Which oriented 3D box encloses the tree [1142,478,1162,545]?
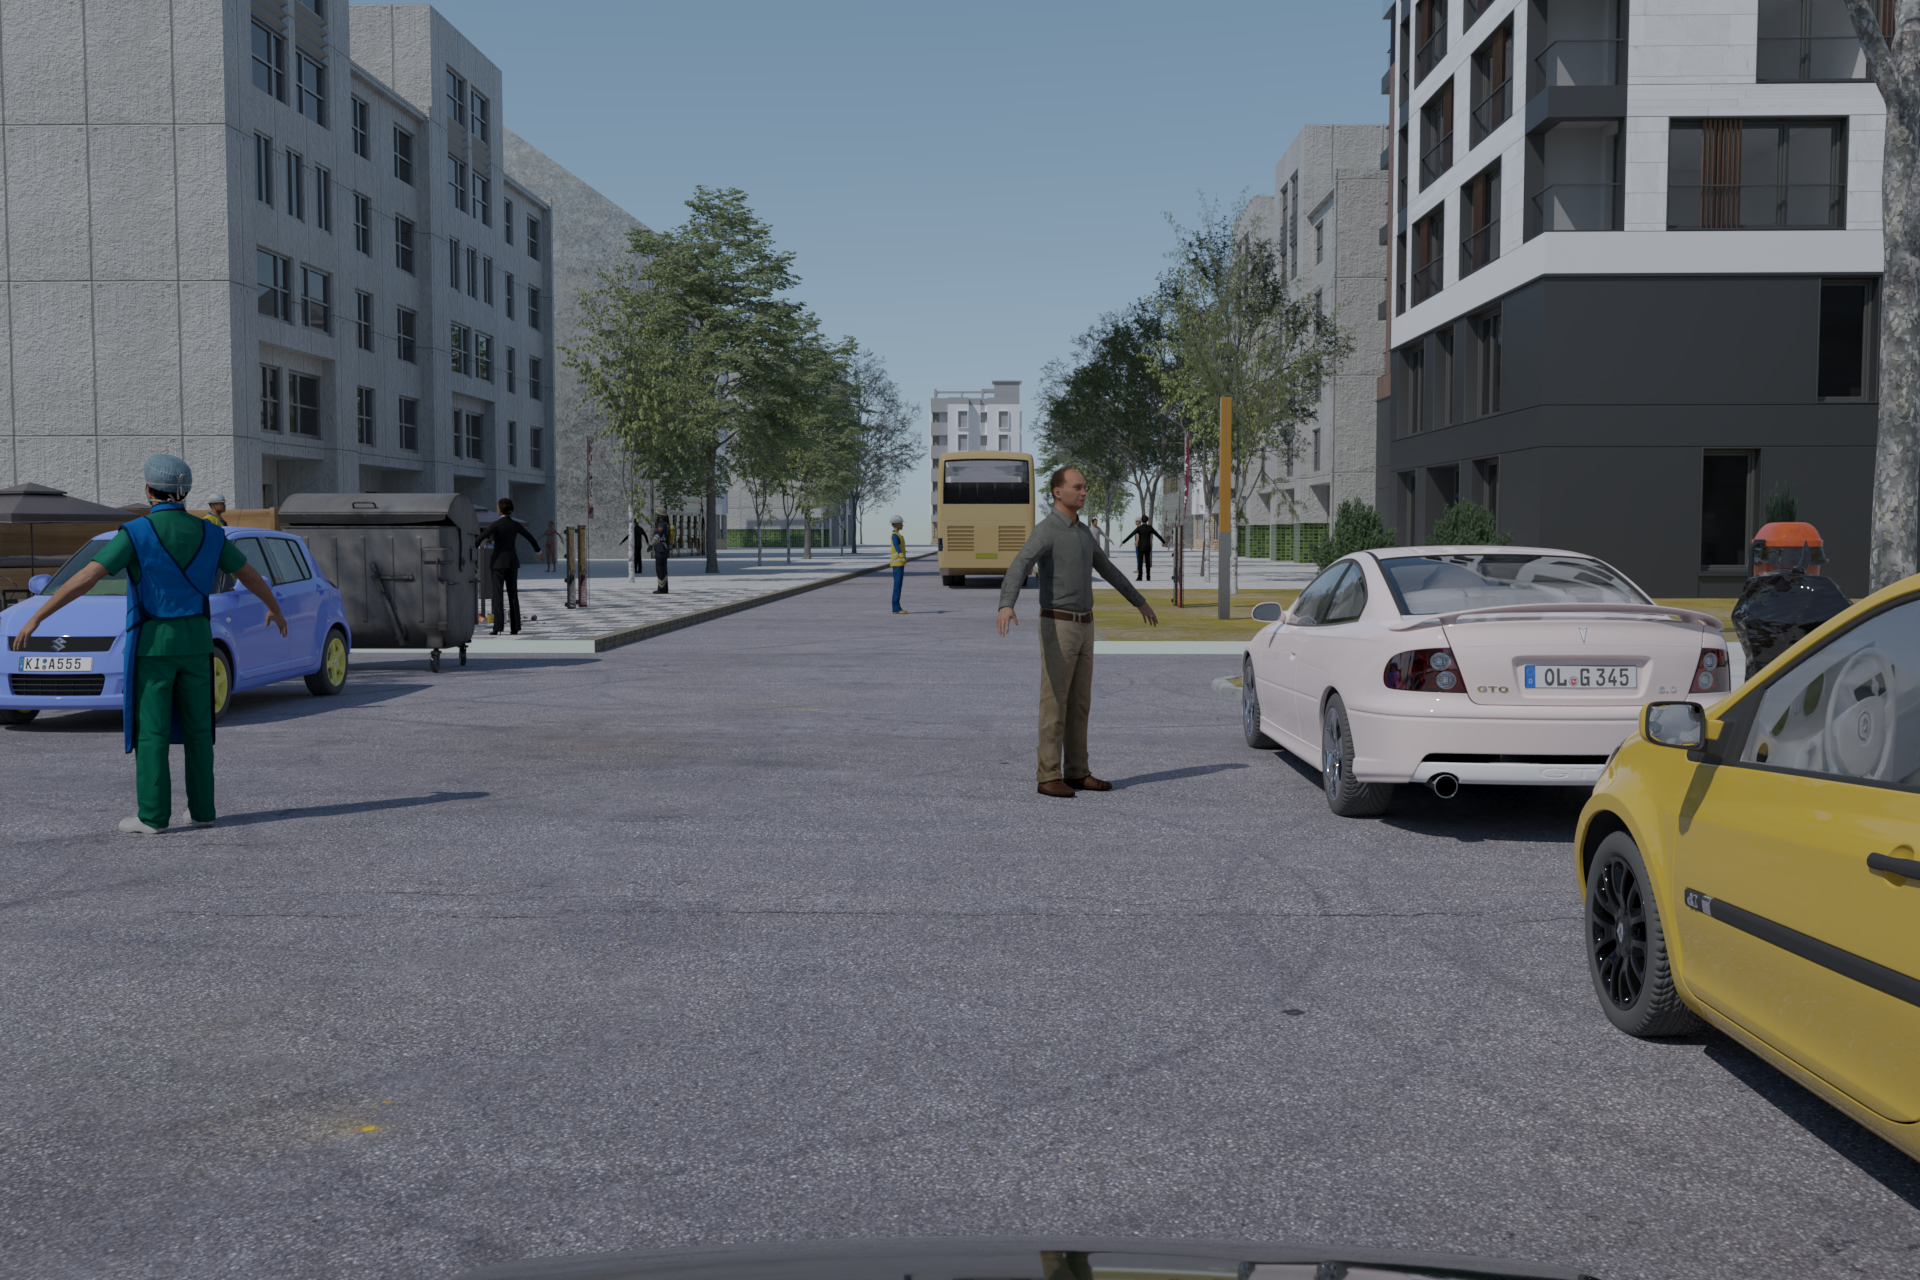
[{"bbox_3d":[24.803,-15.976,211.568,4.360,8.622,3.978,0,3,0],"label":"tree"}]

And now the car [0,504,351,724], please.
[{"bbox_3d":[-6.409,-0.279,14.146,1.945,1.707,3.694,0,4,1],"label":"car"}]

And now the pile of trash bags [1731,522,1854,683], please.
[{"bbox_3d":[6.220,-0.125,11.799,1.912,1.369,3.447,0,4,1],"label":"pile of trash bags"}]

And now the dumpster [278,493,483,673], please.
[{"bbox_3d":[-6.129,-0.620,18.345,1.865,1.857,1.264,0,4,1],"label":"dumpster"}]

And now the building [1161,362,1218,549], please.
[{"bbox_3d":[28.791,-20.130,160.054,19.493,23.208,18.063,0,4,2],"label":"building"}]

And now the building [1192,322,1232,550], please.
[{"bbox_3d":[25.149,-17.860,148.432,16.016,20.090,11.380,0,4,1],"label":"building"}]

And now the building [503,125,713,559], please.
[{"bbox_3d":[-24.632,-16.285,97.184,19.493,23.208,18.063,0,4,2],"label":"building"}]

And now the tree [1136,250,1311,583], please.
[{"bbox_3d":[6.744,-5.811,45.369,4.737,8.622,4.395,0,3,0],"label":"tree"}]

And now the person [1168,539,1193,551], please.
[{"bbox_3d":[6.656,-2.645,52.505,0.599,1.433,0.991,-3,5,-41],"label":"person"}]

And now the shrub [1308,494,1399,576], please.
[{"bbox_3d":[7.330,-1.696,32.148,1.690,2.028,1.600,0,3,0],"label":"shrub"}]

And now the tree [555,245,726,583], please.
[{"bbox_3d":[-8.399,-5.807,45.315,4.737,8.622,4.395,0,3,0],"label":"tree"}]

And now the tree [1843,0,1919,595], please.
[{"bbox_3d":[7.676,-9.842,16.808,12.611,20.169,13.585,0,3,0],"label":"tree"}]

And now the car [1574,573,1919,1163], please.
[{"bbox_3d":[2.708,0.394,3.782,2.015,1.641,3.980,0,4,1],"label":"car"}]

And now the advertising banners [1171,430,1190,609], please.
[{"bbox_3d":[3.845,-2.081,30.215,0.090,3.025,2.074,0,4,1],"label":"advertising banners"}]

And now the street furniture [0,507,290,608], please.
[{"bbox_3d":[-13.951,-1.498,31.340,11.010,1.723,9.812,2,4,30],"label":"street furniture"}]

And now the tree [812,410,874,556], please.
[{"bbox_3d":[-6.721,-9.074,98.714,4.360,8.622,3.978,0,3,0],"label":"tree"}]

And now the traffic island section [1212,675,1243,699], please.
[{"bbox_3d":[3.321,0.439,15.694,1.991,0.108,1.994,0,4,2],"label":"traffic island section"}]

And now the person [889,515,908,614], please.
[{"bbox_3d":[-1.037,-1.358,31.120,0.721,1.772,1.216,0,4,-2],"label":"person"}]

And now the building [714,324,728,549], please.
[{"bbox_3d":[-25.665,-17.312,139.468,16.016,20.090,11.380,0,4,1],"label":"building"}]

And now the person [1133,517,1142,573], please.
[{"bbox_3d":[5.870,-3.136,57.129,0.705,1.847,1.347,0,4,5],"label":"person"}]

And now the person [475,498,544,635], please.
[{"bbox_3d":[-5.832,-0.938,22.054,1.216,1.740,0.721,-3,5,-44],"label":"person"}]

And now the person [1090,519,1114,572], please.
[{"bbox_3d":[4.604,-3.228,58.965,1.347,1.806,0.705,-1,4,-22],"label":"person"}]

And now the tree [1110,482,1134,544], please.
[{"bbox_3d":[19.997,-16.322,217.221,4.737,8.622,4.395,0,3,0],"label":"tree"}]

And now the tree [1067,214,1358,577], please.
[{"bbox_3d":[7.322,-7.166,51.584,8.767,10.594,7.601,0,4,6],"label":"tree"}]

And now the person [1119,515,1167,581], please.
[{"bbox_3d":[5.017,-2.510,47.227,1.347,1.806,0.705,-1,4,-10],"label":"person"}]

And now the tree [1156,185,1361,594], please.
[{"bbox_3d":[5.824,-5.315,37.257,4.360,8.622,3.978,0,3,0],"label":"tree"}]

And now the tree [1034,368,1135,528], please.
[{"bbox_3d":[8.807,-12.275,118.820,7.486,12.596,7.792,0,3,0],"label":"tree"}]

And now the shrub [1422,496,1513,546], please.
[{"bbox_3d":[9.791,-1.776,33.463,1.690,2.028,1.600,0,3,0],"label":"shrub"}]

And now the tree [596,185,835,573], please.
[{"bbox_3d":[-7.969,-8.465,56.529,7.486,12.596,7.792,0,3,0],"label":"tree"}]

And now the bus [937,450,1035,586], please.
[{"bbox_3d":[0.697,-3.615,50.646,2.896,3.916,12.252,0,4,0],"label":"bus"}]

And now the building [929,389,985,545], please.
[{"bbox_3d":[-3.379,-21.907,217.054,11.380,20.090,16.016,0,4,-3],"label":"building"}]

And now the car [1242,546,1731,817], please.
[{"bbox_3d":[2.835,0.135,10.156,2.083,1.381,4.827,0,4,1],"label":"car"}]

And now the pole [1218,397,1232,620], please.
[{"bbox_3d":[3.961,-1.961,25.904,0.158,3.312,0.155,0,3,0],"label":"pole"}]

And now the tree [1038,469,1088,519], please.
[{"bbox_3d":[13.276,-17.241,216.307,7.601,10.594,8.767,0,4,3],"label":"tree"}]

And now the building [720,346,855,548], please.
[{"bbox_3d":[-20.862,-19.143,179.439,16.747,18.905,31.486,0,4,2],"label":"building"}]

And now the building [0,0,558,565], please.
[{"bbox_3d":[-26.017,-11.739,58.385,16.747,18.905,31.486,0,4,1],"label":"building"}]

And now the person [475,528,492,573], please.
[{"bbox_3d":[-15.716,-3.080,56.300,1.347,1.837,0.705,1,4,21],"label":"person"}]

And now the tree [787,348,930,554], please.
[{"bbox_3d":[-6.891,-12.436,113.703,12.009,13.543,11.850,0,3,0],"label":"tree"}]

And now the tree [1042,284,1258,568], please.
[{"bbox_3d":[7.145,-8.030,65.698,8.767,10.594,7.601,1,4,10],"label":"tree"}]

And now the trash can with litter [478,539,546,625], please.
[{"bbox_3d":[-6.728,-0.883,25.496,1.678,1.210,2.233,0,4,1],"label":"trash can with litter"}]

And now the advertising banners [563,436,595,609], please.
[{"bbox_3d":[-6.653,-2.093,30.413,0.090,3.025,2.074,0,4,2],"label":"advertising banners"}]

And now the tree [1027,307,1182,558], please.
[{"bbox_3d":[8.045,-11.188,93.290,12.009,13.543,11.850,0,3,0],"label":"tree"}]

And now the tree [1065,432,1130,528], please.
[{"bbox_3d":[8.529,-9.685,108.715,4.737,8.622,4.395,0,3,0],"label":"tree"}]

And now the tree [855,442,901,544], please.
[{"bbox_3d":[-12.396,-18.599,214.458,12.009,13.543,11.850,0,3,0],"label":"tree"}]

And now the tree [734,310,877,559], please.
[{"bbox_3d":[-7.979,-10.418,88.461,7.486,12.596,7.792,0,3,0],"label":"tree"}]

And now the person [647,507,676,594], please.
[{"bbox_3d":[-6.416,-1.915,37.086,0.705,1.856,1.354,0,4,5],"label":"person"}]

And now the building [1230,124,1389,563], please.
[{"bbox_3d":[23.472,-13.267,83.377,16.747,18.905,31.486,0,4,2],"label":"building"}]

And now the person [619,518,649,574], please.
[{"bbox_3d":[-10.537,-3.065,56.332,0.704,1.802,1.346,2,4,32],"label":"person"}]

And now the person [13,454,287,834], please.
[{"bbox_3d":[-3.841,0.012,8.388,0.704,1.817,1.347,3,4,38],"label":"person"}]

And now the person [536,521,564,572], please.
[{"bbox_3d":[-13.839,-3.154,58.364,1.217,1.733,0.721,1,4,23],"label":"person"}]

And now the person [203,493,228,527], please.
[{"bbox_3d":[-10.014,-1.069,23.444,0.705,1.833,1.349,0,4,1],"label":"person"}]

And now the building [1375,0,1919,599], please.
[{"bbox_3d":[25.955,-12.578,49.618,27.936,21.610,32.646,0,4,2],"label":"building"}]

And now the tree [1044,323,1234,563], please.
[{"bbox_3d":[8.121,-8.638,75.646,8.767,10.594,7.601,0,4,-7],"label":"tree"}]

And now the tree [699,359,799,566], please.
[{"bbox_3d":[-7.821,-7.259,69.052,4.360,8.622,3.978,0,3,0],"label":"tree"}]

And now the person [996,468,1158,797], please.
[{"bbox_3d":[0.612,-0.052,9.573,0.705,1.796,1.348,3,5,42],"label":"person"}]

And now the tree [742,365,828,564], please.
[{"bbox_3d":[-7.425,-7.590,74.457,4.737,8.622,4.395,0,3,0],"label":"tree"}]
